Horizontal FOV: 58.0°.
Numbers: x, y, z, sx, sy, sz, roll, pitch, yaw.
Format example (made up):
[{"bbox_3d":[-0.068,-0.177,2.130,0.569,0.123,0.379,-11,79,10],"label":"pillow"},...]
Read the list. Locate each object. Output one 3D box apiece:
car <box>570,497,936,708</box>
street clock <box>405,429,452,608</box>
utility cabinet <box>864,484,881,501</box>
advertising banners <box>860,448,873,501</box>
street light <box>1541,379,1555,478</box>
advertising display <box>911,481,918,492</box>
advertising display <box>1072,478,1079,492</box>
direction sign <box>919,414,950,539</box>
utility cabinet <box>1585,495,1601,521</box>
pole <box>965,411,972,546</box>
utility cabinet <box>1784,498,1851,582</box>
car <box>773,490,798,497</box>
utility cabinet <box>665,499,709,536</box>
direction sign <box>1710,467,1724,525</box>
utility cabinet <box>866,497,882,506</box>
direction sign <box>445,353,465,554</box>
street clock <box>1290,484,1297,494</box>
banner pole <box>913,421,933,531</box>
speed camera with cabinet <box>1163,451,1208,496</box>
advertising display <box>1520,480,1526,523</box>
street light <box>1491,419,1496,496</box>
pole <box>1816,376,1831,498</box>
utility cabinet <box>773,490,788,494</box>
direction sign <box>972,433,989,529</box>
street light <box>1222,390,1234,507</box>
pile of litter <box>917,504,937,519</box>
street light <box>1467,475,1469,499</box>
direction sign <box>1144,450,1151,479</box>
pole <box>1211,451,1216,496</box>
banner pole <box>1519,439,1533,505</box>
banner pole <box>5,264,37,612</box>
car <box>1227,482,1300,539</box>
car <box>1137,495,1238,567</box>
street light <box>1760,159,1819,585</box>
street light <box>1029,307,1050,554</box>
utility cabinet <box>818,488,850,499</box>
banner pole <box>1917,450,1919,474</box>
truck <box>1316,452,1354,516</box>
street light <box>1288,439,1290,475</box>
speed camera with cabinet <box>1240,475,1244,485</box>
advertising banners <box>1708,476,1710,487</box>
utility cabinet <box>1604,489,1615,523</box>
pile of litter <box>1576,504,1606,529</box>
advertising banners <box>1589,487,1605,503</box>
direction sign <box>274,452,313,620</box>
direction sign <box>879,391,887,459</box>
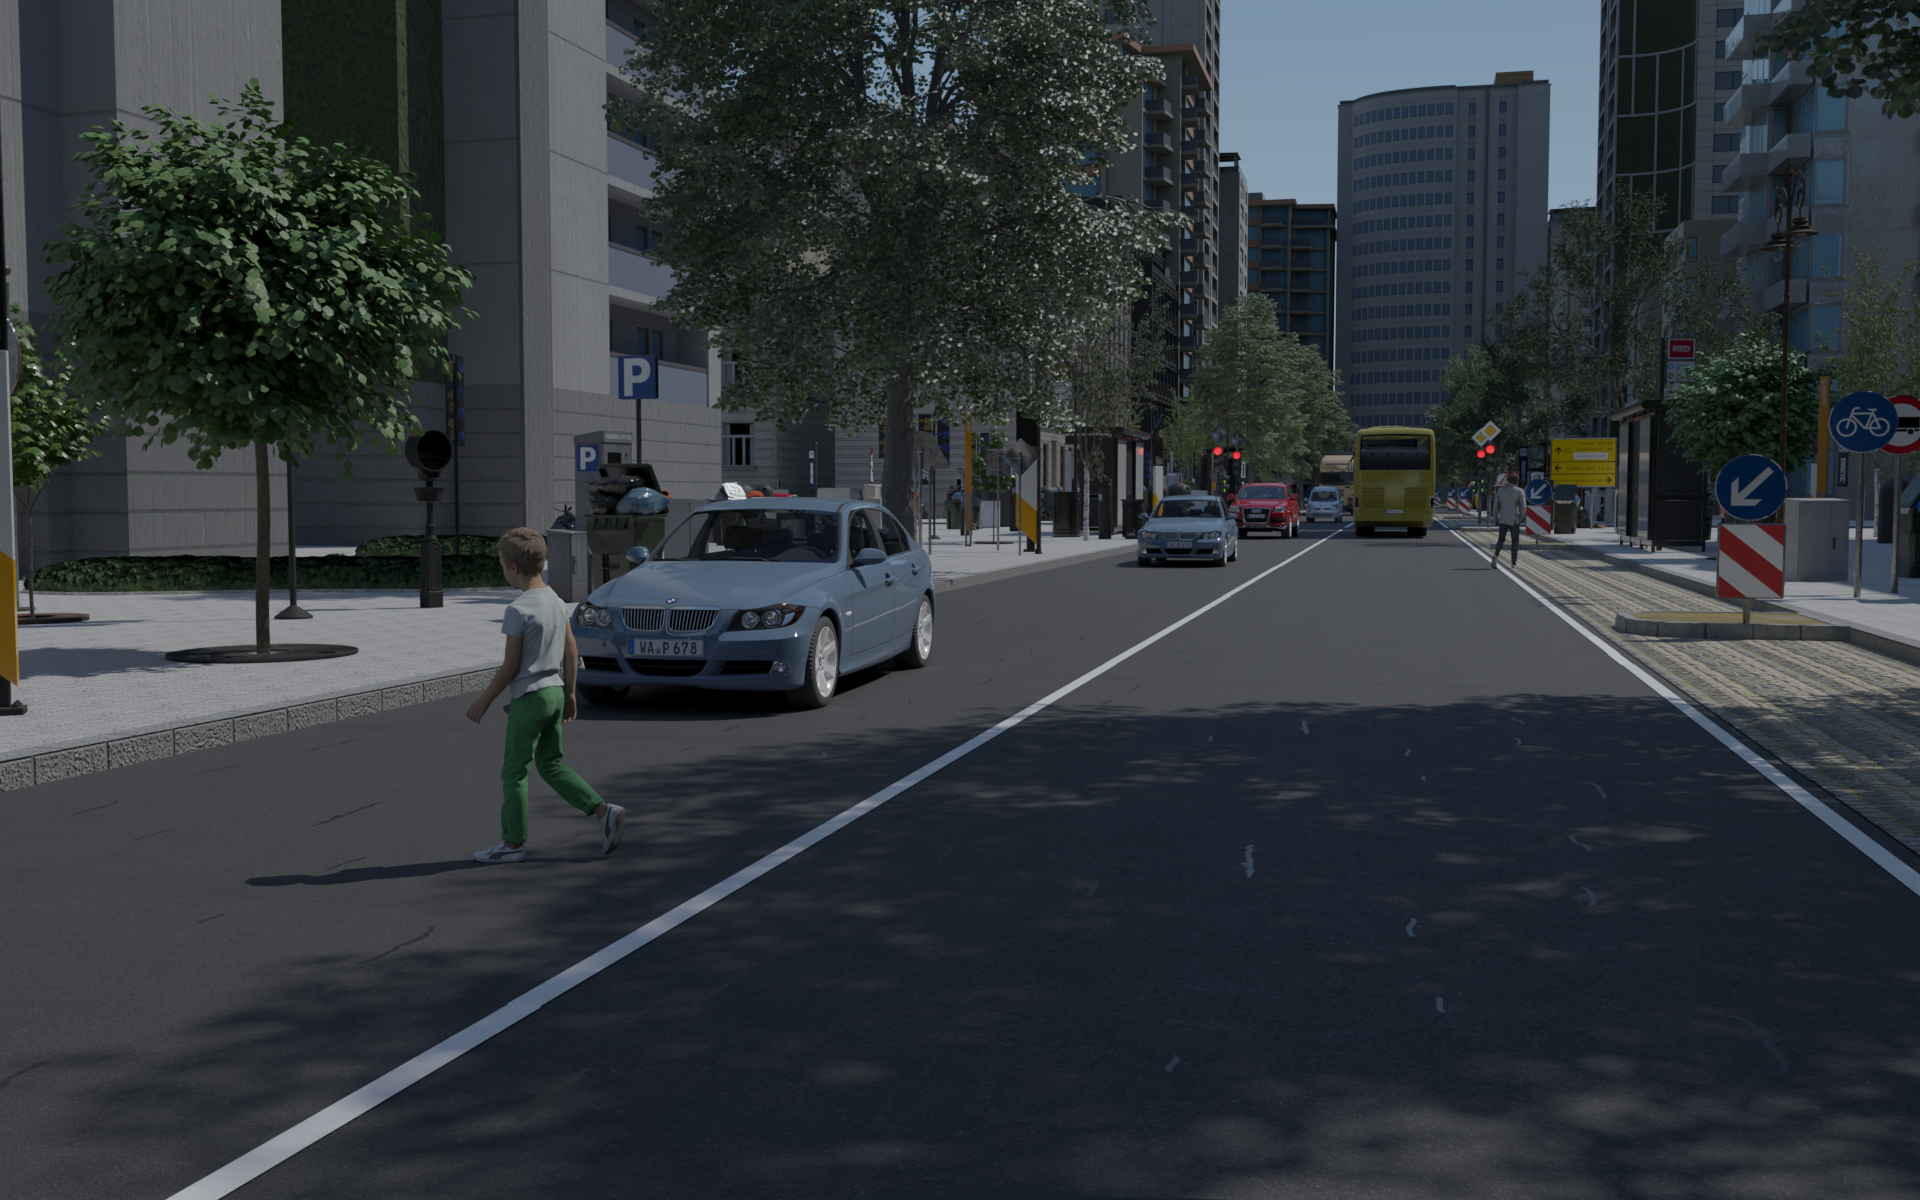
[{"bbox_3d":[-1.400,-0.076,13.247,2.014,1.417,4.499,1,4,13],"label":"car"},{"bbox_3d":[-5.972,-0.914,19.515,0.358,2.002,0.471,3,5,40],"label":"street clock"},{"bbox_3d":[-1.799,-1.911,39.928,0.318,1.500,1.173,2,4,25],"label":"utility cabinet"},{"bbox_3d":[-3.485,-4.212,65.059,0.090,3.025,2.074,1,4,11],"label":"advertising banners"},{"bbox_3d":[22.098,-5.650,65.167,0.468,5.910,1.993,1,4,14],"label":"street light"},{"bbox_3d":[-2.437,-4.838,84.309,0.974,1.923,0.123,-1,4,-21],"label":"advertising display"},{"bbox_3d":[4.897,-3.992,70.484,0.123,1.923,0.974,3,5,40],"label":"advertising display"},{"bbox_3d":[-0.729,-3.487,49.004,0.876,3.537,0.379,0,4,0],"label":"direction sign"},{"bbox_3d":[30.113,-4.389,82.922,1.020,1.237,0.306,0,4,8],"label":"utility cabinet"},{"bbox_3d":[0.201,-2.967,42.360,0.158,3.312,0.155,0,3,0],"label":"pole"},{"bbox_3d":[12.650,-0.881,25.566,1.020,1.237,0.306,-1,4,-22],"label":"utility cabinet"},{"bbox_3d":[-9.147,-4.276,78.946,4.494,1.783,2.155,1,4,13],"label":"car"},{"bbox_3d":[-3.817,-0.795,24.152,0.306,1.237,1.020,-2,4,-30],"label":"utility cabinet"},{"bbox_3d":[32.090,-4.942,72.804,0.876,3.537,0.379,3,4,39],"label":"direction sign"},{"bbox_3d":[-1.575,-1.426,34.470,0.306,1.237,1.020,1,4,13],"label":"utility cabinet"},{"bbox_3d":[-8.213,-2.216,28.222,0.379,3.537,0.876,0,4,1],"label":"direction sign"},{"bbox_3d":[23.856,-7.295,123.840,0.471,2.002,0.358,-2,4,-28],"label":"street clock"},{"bbox_3d":[-1.332,-4.246,59.435,0.863,3.779,0.401,0,4,-2],"label":"banner pole"},{"bbox_3d":[10.472,-5.280,80.662,2.038,3.252,0.660,0,4,-7],"label":"speed camera with cabinet"},{"bbox_3d":[25.043,-4.394,77.056,0.123,1.923,0.974,1,4,23],"label":"advertising display"},{"bbox_3d":[32.339,-8.099,105.200,0.468,5.910,1.993,1,4,14],"label":"street light"},{"bbox_3d":[14.964,-2.214,30.044,0.158,3.312,0.155,0,3,0],"label":"pole"},{"bbox_3d":[-9.085,-4.789,86.976,0.318,1.500,1.173,2,4,30],"label":"utility cabinet"},{"bbox_3d":[0.665,-4.393,63.820,0.876,3.537,0.379,-1,4,-23],"label":"direction sign"},{"bbox_3d":[11.916,-6.380,77.096,0.468,5.910,1.993,1,4,14],"label":"street light"},{"bbox_3d":[-1.948,-4.513,87.750,1.719,0.858,1.176,2,4,33],"label":"pile of litter"},{"bbox_3d":[42.730,-10.572,145.644,0.468,5.910,1.993,1,4,14],"label":"street light"},{"bbox_3d":[9.469,-5.984,89.829,0.876,3.537,0.379,2,4,27],"label":"direction sign"},{"bbox_3d":[12.096,-5.426,82.550,0.158,3.312,0.155,0,3,0],"label":"pole"},{"bbox_3d":[25.819,-5.441,78.978,0.863,3.779,0.401,-1,4,-20],"label":"banner pole"},{"bbox_3d":[-10.518,-1.781,19.131,0.401,3.779,0.863,-2,4,-35],"label":"banner pole"},{"bbox_3d":[10.020,-2.957,57.027,2.281,1.827,5.304,1,4,15],"label":"car"},{"bbox_3d":[4.748,-1.452,35.743,2.014,1.417,4.499,1,4,13],"label":"car"},{"bbox_3d":[11.597,-3.154,24.361,0.468,5.910,1.993,1,4,14],"label":"street light"},{"bbox_3d":[1.682,-3.918,36.849,0.468,5.910,1.993,1,4,14],"label":"street light"},{"bbox_3d":[-4.714,-3.422,64.630,1.173,1.500,0.318,-2,4,-24],"label":"utility cabinet"},{"bbox_3d":[39.901,-5.011,71.949,0.863,3.779,0.401,-2,4,-32],"label":"banner pole"},{"bbox_3d":[26.036,-7.899,118.054,2.839,4.237,11.283,1,4,16],"label":"truck"},{"bbox_3d":[22.468,-8.895,118.218,0.468,5.910,1.993,1,4,14],"label":"street light"},{"bbox_3d":[18.724,-7.327,114.125,2.038,3.252,0.660,-3,5,-43],"label":"speed camera with cabinet"},{"bbox_3d":[60.008,-8.649,137.606,2.074,3.025,0.090,0,4,-3],"label":"advertising banners"},{"bbox_3d":[28.362,-4.086,75.481,0.318,1.500,1.173,2,4,30],"label":"utility cabinet"},{"bbox_3d":[23.566,-3.120,64.976,1.176,0.858,1.719,0,4,6],"label":"pile of litter"},{"bbox_3d":[37.940,-6.423,101.210,2.074,3.025,0.090,2,4,26],"label":"advertising banners"},{"bbox_3d":[-6.872,-1.575,17.754,0.379,3.537,0.876,1,4,10],"label":"direction sign"},{"bbox_3d":[-1.481,-2.806,37.868,0.379,3.537,0.876,-3,5,-42],"label":"direction sign"}]
